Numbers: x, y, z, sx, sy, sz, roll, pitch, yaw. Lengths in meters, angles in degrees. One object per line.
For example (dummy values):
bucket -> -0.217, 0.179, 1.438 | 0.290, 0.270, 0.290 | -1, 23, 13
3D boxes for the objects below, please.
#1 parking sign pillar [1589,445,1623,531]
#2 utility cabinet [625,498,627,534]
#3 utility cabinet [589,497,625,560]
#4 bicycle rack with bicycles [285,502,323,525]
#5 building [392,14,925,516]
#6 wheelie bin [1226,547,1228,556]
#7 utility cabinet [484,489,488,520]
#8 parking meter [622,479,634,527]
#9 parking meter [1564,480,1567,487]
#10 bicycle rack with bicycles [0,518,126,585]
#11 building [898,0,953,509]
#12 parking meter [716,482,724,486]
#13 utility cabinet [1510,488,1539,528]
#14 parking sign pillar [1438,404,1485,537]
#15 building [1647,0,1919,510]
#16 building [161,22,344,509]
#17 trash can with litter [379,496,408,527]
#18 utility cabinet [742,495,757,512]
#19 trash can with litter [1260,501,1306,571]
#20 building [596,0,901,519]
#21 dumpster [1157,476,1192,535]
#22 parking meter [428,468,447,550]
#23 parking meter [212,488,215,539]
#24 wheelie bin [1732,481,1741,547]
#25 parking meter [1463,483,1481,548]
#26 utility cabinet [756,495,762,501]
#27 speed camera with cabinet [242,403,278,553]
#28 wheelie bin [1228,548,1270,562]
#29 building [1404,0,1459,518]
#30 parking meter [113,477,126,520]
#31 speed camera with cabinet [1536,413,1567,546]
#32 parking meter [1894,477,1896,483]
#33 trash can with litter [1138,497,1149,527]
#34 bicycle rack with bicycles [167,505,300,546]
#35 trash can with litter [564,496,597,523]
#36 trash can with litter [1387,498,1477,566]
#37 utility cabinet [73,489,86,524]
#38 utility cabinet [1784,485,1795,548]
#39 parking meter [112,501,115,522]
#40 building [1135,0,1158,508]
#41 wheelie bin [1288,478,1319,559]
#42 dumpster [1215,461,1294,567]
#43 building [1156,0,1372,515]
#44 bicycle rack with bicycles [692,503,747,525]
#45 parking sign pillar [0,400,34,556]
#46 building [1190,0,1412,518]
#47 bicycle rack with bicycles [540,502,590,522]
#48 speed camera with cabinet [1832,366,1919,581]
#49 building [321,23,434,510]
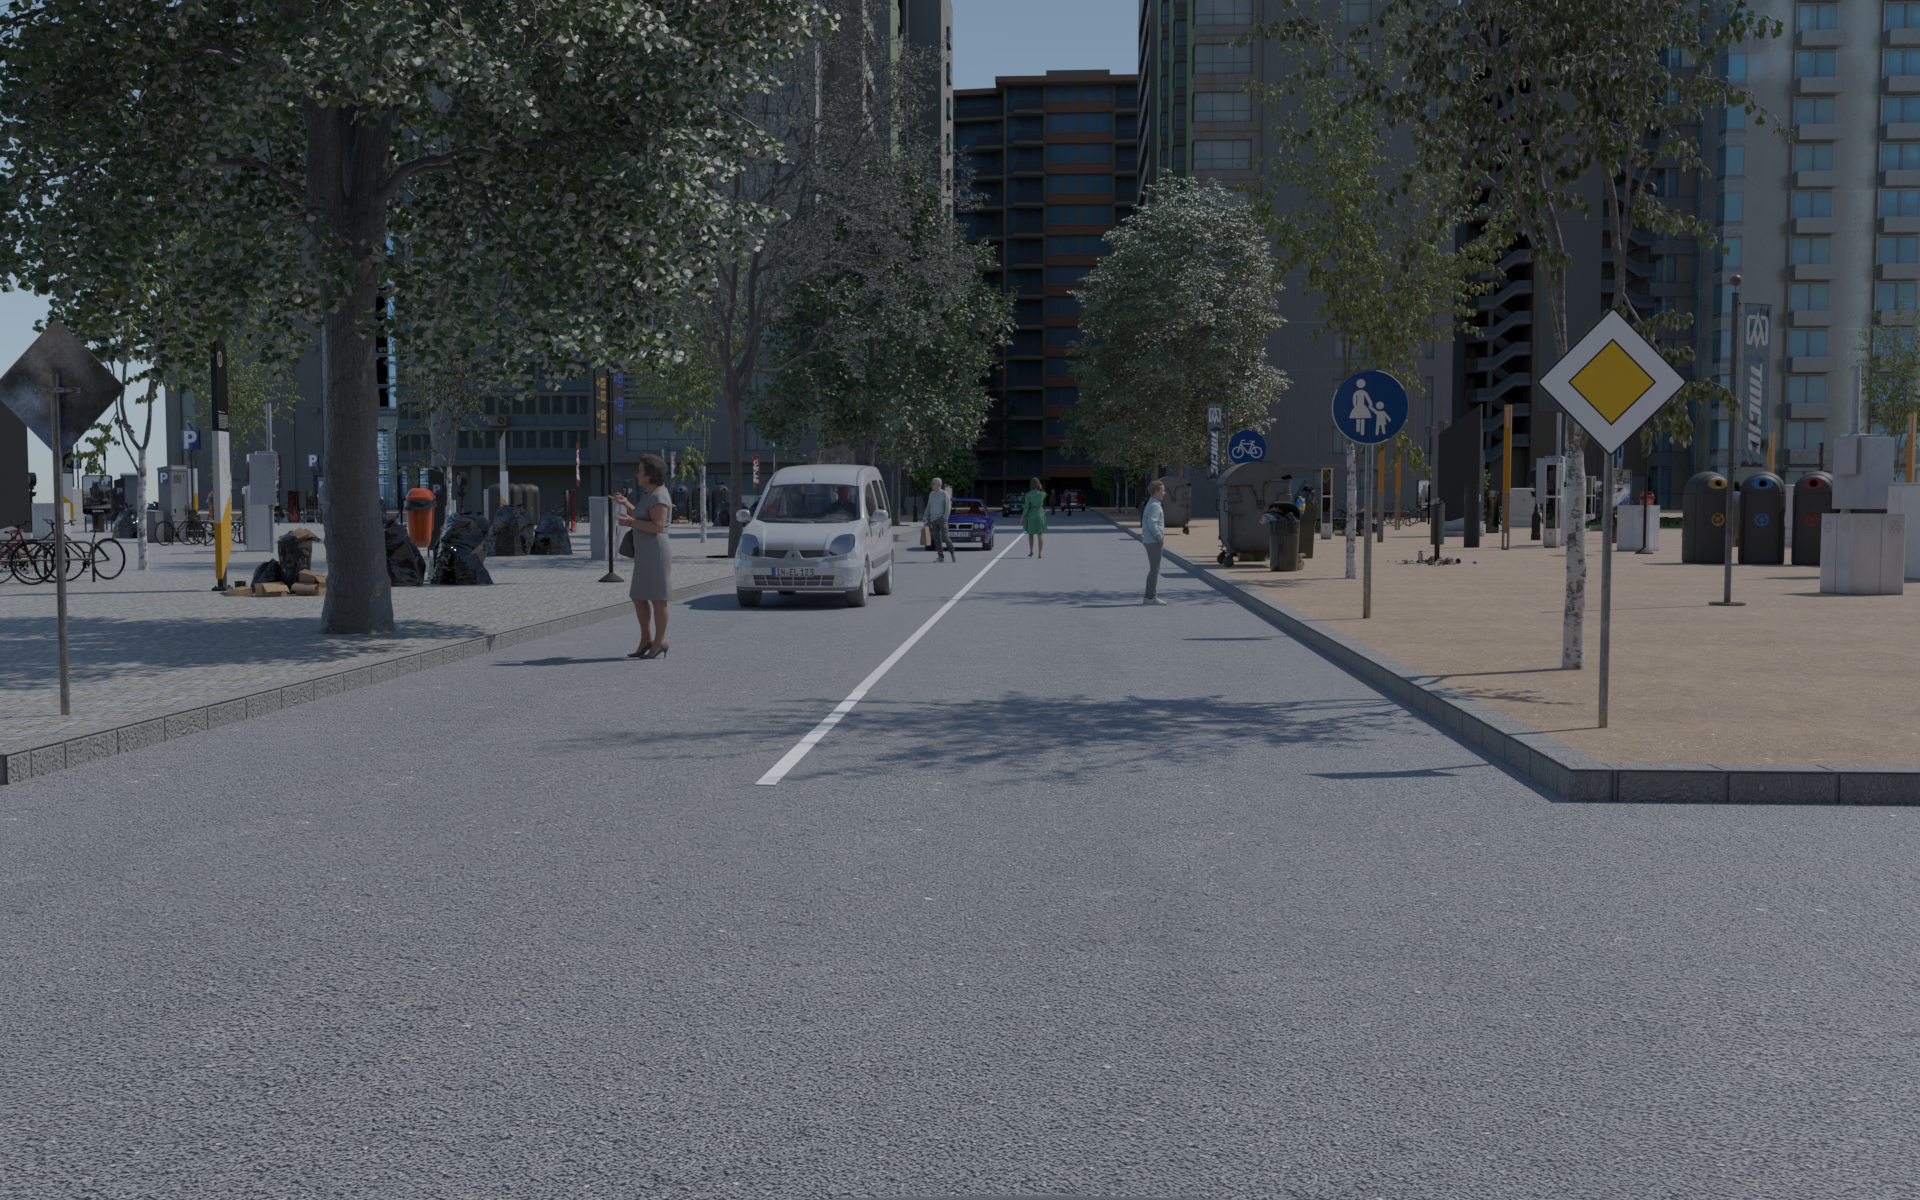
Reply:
parking sign pillar -> 22.717, -4.392, 60.285 | 1.447, 3.967, 1.447 | 2, 4, 32
utility cabinet -> -8.054, -1.744, 39.678 | 1.020, 1.237, 0.306 | 3, 5, 40
utility cabinet -> -6.993, -1.413, 34.270 | 0.306, 1.237, 1.020 | 0, 4, 8
bicycle rack with bicycles -> -31.578, -4.099, 80.398 | 2.852, 0.926, 2.925 | 2, 4, 27
building -> -18.921, -25.681, 111.764 | 32.217, 40.220, 23.993 | 0, 4, 3
wheelie bin -> 5.801, -1.703, 35.744 | 0.980, 1.594, 0.693 | -1, 4, -14
utility cabinet -> -21.532, -4.389, 80.446 | 1.173, 1.500, 0.318 | 1, 4, 22
parking meter -> -12.892, -3.768, 67.324 | 0.399, 1.863, 0.255 | -3, 5, -43
parking meter -> 24.080, -3.871, 69.002 | 0.399, 1.863, 0.255 | -1, 4, -9
bicycle rack with bicycles -> -13.630, -0.718, 25.117 | 2.852, 0.926, 2.925 | 3, 5, 43
building -> -11.769, -32.059, 147.858 | 21.600, 48.544, 21.300 | 0, 4, 3
parking meter -> -11.588, -4.761, 83.545 | 0.399, 1.863, 0.255 | -1, 4, -13
utility cabinet -> 21.231, -3.460, 65.242 | 0.318, 1.500, 1.173 | -2, 4, -35
parking sign pillar -> 15.159, -3.910, 52.397 | 1.447, 3.967, 1.447 | 3, 4, 36
building -> 71.880, -31.912, 141.366 | 30.456, 49.044, 23.786 | 0, 4, 3
building -> -60.759, -28.761, 153.843 | 14.086, 41.232, 14.154 | 0, 4, 3
trash can with litter -> -22.248, -3.447, 67.413 | 2.233, 1.210, 1.678 | 0, 4, 5
utility cabinet -> -9.941, -4.268, 80.951 | 1.020, 1.237, 0.306 | 2, 4, 26
trash can with litter -> 5.425, -1.076, 28.983 | 0.624, 1.170, 1.055 | 1, 4, 23
building -> -10.844, -24.992, 92.211 | 14.154, 41.232, 14.086 | 0, 4, 3
dumpster -> 6.722, -3.011, 54.989 | 1.264, 1.857, 1.865 | 0, 4, 4
parking meter -> -11.917, -2.070, 39.551 | 0.399, 1.863, 0.255 | -1, 4, -10
parking meter -> -20.987, -2.491, 49.142 | 0.372, 1.533, 0.369 | 0, 3, 0
wheelie bin -> 18.623, -2.089, 42.070 | 0.693, 1.594, 0.980 | -3, 4, -39
parking meter -> 12.263, -2.022, 41.475 | 0.372, 1.533, 0.369 | 0, 3, 0
utility cabinet -> -7.686, -3.642, 70.712 | 1.020, 1.237, 0.306 | 0, 4, 2
speed camera with cabinet -> -15.543, -2.694, 38.377 | 0.660, 3.252, 2.038 | -2, 4, -26
wheelie bin -> 5.590, -1.540, 33.084 | 0.693, 1.594, 0.980 | 1, 4, 18
building -> 19.837, -25.389, 98.701 | 14.154, 41.232, 14.086 | 0, 4, 3
parking meter -> -29.185, -3.329, 60.137 | 0.399, 1.863, 0.255 | -2, 4, -26
speed camera with cabinet -> 14.725, -2.967, 42.852 | 0.660, 3.252, 2.038 | 2, 4, 29
parking meter -> 31.531, -3.239, 58.667 | 0.255, 1.863, 0.399 | 3, 4, 36
trash can with litter -> 7.400, -3.376, 66.579 | 1.055, 1.170, 0.624 | 2, 4, 25
bicycle rack with bicycles -> -18.770, -1.846, 43.571 | 2.852, 0.926, 2.925 | 3, 5, 42
trash can with litter -> -16.662, -4.062, 77.475 | 2.233, 1.210, 1.678 | 2, 4, 23
trash can with litter -> 8.641, -1.272, 31.849 | 1.678, 1.210, 2.233 | 1, 4, 19
utility cabinet -> -37.152, -3.894, 72.349 | 0.318, 1.500, 1.173 | 2, 4, 29
utility cabinet -> 20.068, -1.970, 40.882 | 1.173, 1.500, 0.318 | -1, 4, -15
parking meter -> -39.209, -4.405, 80.439 | 0.372, 1.533, 0.369 | 0, 3, 0
building -> 25.906, -31.851, 144.468 | 21.300, 48.544, 21.600 | 0, 4, 3
wheelie bin -> 6.719, -1.630, 34.567 | 0.693, 1.594, 0.980 | -1, 4, -21
dumpster -> 5.252, -1.537, 30.889 | 1.264, 1.857, 1.865 | 0, 4, 3
building -> 21.334, -27.106, 126.780 | 14.154, 41.232, 14.086 | 0, 4, 3
bicycle rack with bicycles -> -10.034, -3.597, 72.198 | 2.852, 0.926, 2.925 | 0, 4, -2
parking sign pillar -> -20.404, -2.938, 36.507 | 1.447, 3.967, 1.447 | 3, 5, 41
building -> 20.497, -26.248, 112.746 | 14.154, 41.232, 14.086 | 0, 4, 3
bicycle rack with bicycles -> -18.034, -4.086, 80.192 | 2.925, 0.926, 2.852 | 2, 4, 27
speed camera with cabinet -> 14.241, -1.951, 26.238 | 0.660, 3.252, 2.038 | -1, 4, -18
building -> -38.094, -51.033, 147.059 | 31.000, 86.520, 22.319 | 0, 4, 3
